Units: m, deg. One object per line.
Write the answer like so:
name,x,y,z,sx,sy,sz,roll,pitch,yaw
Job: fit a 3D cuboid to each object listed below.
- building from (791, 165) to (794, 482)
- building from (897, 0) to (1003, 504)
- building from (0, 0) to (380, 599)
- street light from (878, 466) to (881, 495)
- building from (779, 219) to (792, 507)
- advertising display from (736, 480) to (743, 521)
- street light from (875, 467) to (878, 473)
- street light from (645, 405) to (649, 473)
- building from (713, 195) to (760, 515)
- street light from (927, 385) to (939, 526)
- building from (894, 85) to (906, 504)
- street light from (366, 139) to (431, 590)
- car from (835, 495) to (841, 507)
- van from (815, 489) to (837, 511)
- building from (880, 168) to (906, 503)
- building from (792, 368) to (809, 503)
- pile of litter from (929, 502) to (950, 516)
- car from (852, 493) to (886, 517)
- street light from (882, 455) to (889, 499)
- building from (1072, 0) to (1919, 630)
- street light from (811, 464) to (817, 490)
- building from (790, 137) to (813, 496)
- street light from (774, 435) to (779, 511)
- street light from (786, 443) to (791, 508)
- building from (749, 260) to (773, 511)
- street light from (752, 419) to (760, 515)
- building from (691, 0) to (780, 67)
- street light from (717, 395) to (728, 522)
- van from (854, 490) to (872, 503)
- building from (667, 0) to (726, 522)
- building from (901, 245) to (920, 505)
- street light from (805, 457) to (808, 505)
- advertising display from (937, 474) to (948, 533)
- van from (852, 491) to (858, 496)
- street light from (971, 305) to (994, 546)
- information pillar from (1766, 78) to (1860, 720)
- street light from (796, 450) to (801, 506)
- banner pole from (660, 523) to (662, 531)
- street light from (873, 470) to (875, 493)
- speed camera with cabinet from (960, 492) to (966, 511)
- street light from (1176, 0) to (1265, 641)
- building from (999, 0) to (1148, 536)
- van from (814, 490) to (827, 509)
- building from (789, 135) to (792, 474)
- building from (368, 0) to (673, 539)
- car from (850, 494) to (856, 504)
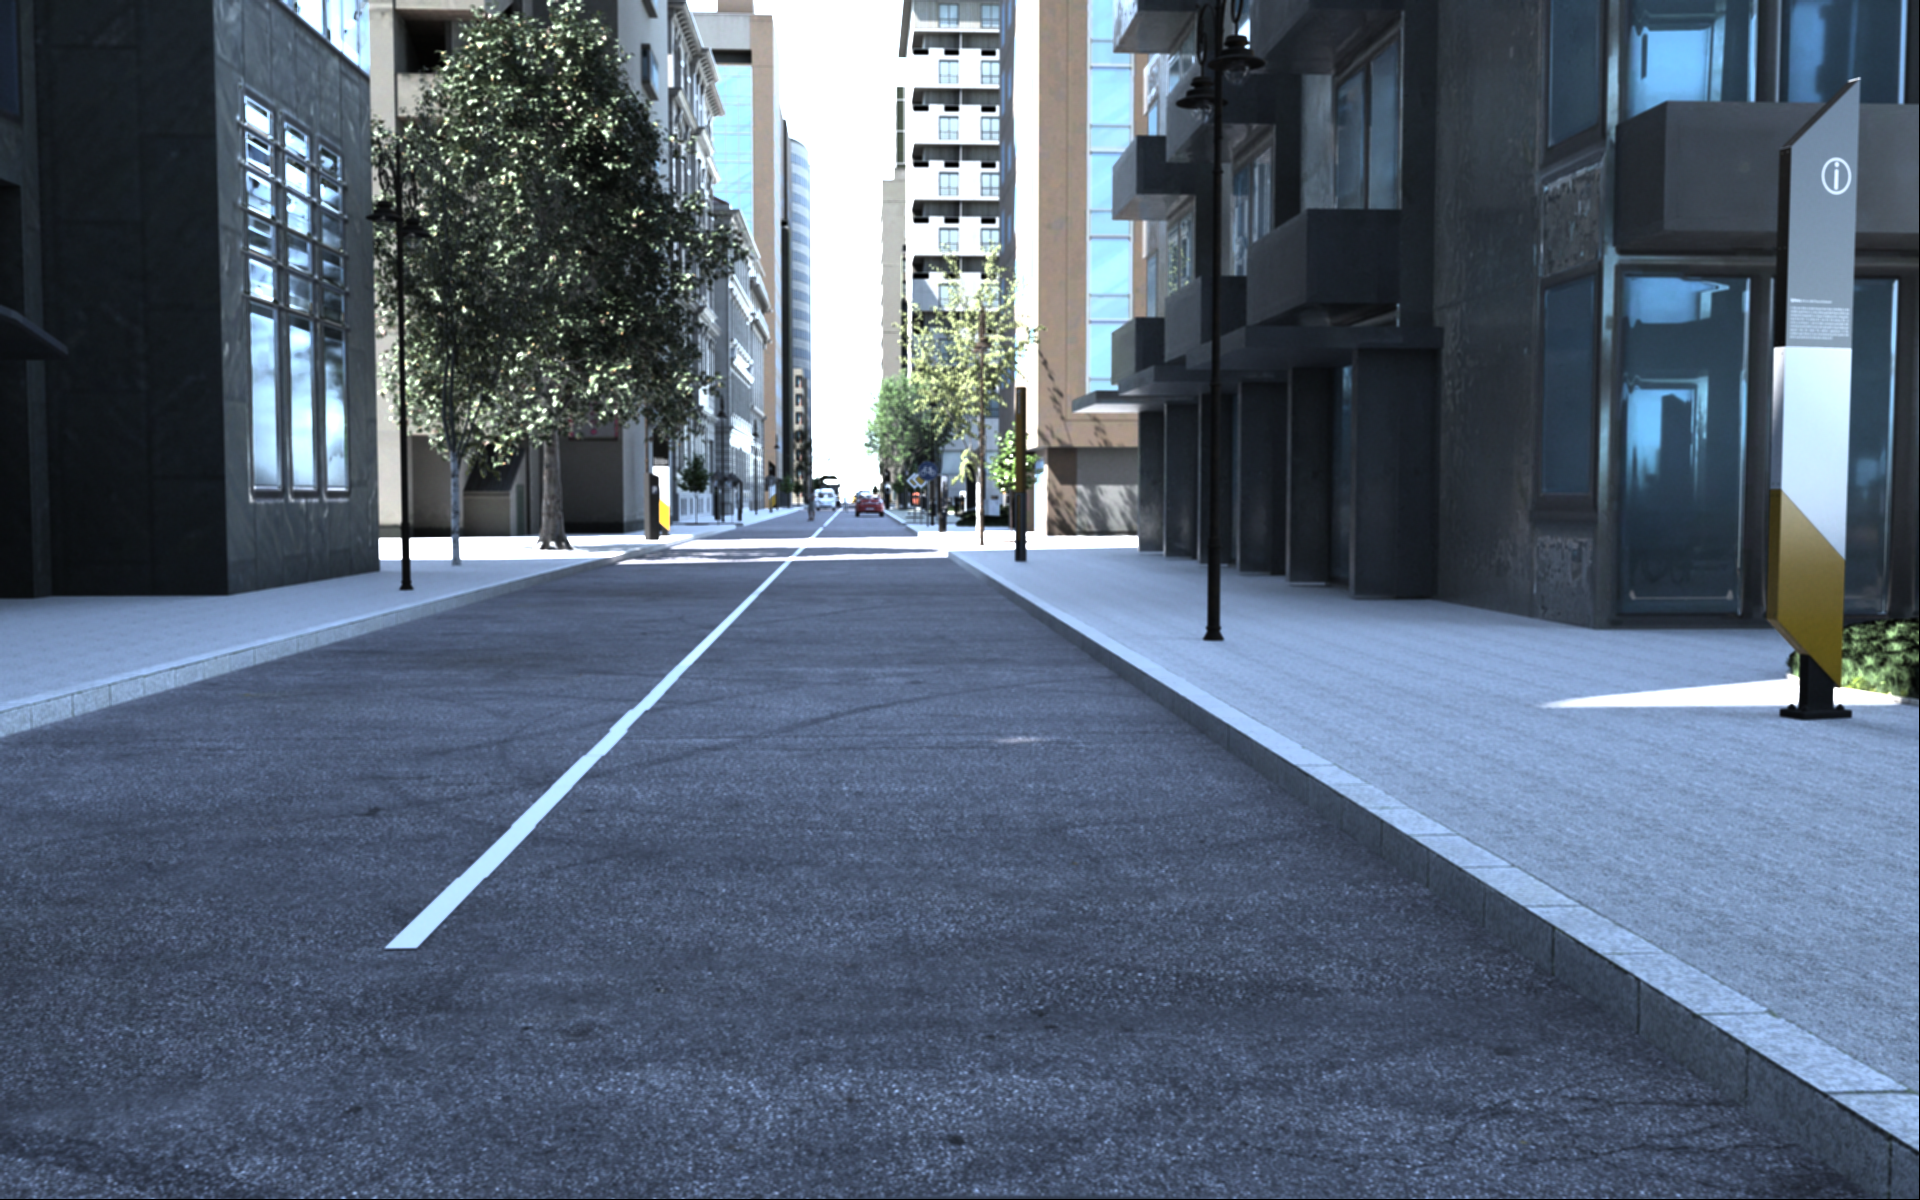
building,-26.766,-33.760,202.094,14.600,45.320,14.200,0,4,-3
building,8.170,-36.204,181.182,28.713,52.752,27.495,0,4,-3
building,-17.882,-42.664,10.225,22.319,86.520,31.000,0,4,-3
street light,-9.101,-14.120,203.655,0.468,5.910,1.993,0,4,-3
building,-24.308,-24.626,174.342,14.160,30.474,14.107,0,4,-3
advertising display,-10.509,-4.728,82.518,0.123,1.923,0.974,-1,4,-17
street light,-10.737,-15.753,230.347,0.468,5.910,1.993,0,4,-3
street light,-9.002,-4.707,49.739,0.468,5.910,1.993,0,4,-3
building,-19.387,-16.928,112.924,11.583,22.565,21.152,0,4,-3
street light,-1.126,-5.980,70.568,0.468,5.910,1.993,0,4,-3
building,-3.303,-52.876,302.778,20.563,71.187,20.611,0,4,-3
street light,-7.421,-3.074,23.044,0.468,5.910,1.993,0,4,-3
car,-14.598,-11.378,198.606,1.945,1.354,3.894,0,4,-4
van,-11.782,-8.888,152.329,2.013,2.044,4.112,0,4,-3
building,-0.904,-38.495,253.091,21.300,48.544,21.600,0,4,-3
building,-36.305,-24.883,251.872,27.650,21.520,28.899,0,4,-3
pile of litter,-1.306,-5.331,101.133,1.176,0.858,1.719,-3,4,-37
car,-5.799,-6.225,110.812,2.155,1.783,4.494,0,4,-4
street light,-7.503,-12.474,176.730,0.468,5.910,1.993,0,4,-3
building,14.765,-24.998,28.321,23.786,49.044,30.456,0,4,-3
street light,-20.284,-16.250,238.479,0.468,5.910,1.993,0,4,-3
building,-34.759,-45.100,279.388,21.231,58.520,28.212,0,4,-3
street light,-14.067,-9.813,133.237,0.468,5.910,1.993,0,4,-3
street light,-15.441,-11.217,156.189,0.468,5.910,1.993,0,4,-3
building,-21.844,-17.957,135.400,13.314,21.916,24.055,0,4,-3
street light,-12.516,-8.160,106.211,0.468,5.910,1.993,0,4,-3
building,-23.707,-31.172,159.772,14.600,45.320,14.200,0,4,-3
street light,-10.899,-6.528,79.517,0.468,5.910,1.993,0,4,-3
van,-9.318,-9.865,168.301,2.013,2.044,4.112,0,4,-5
building,-19.862,-18.502,89.896,14.401,28.519,23.554,0,4,-3
building,0.136,-26.329,202.181,14.160,30.474,14.107,0,4,-3
street light,-18.585,-14.485,209.615,0.468,5.910,1.993,0,4,-3
advertising display,-0.575,-3.181,57.224,0.123,1.923,0.974,1,4,13
van,-16.329,-16.576,278.035,2.013,2.044,4.112,0,4,-4
street light,0.541,-4.261,42.452,0.468,5.910,1.993,0,4,-3
information pillar,4.842,-1.130,9.825,0.504,3.616,0.183,-1,4,-18
street light,-17.049,-12.850,182.883,0.468,5.910,1.993,0,4,-3
banner pole,-10.206,-4.255,59.583,0.401,3.779,0.863,-3,4,-37
street light,-12.433,-17.558,259.860,0.468,5.910,1.993,0,4,-3
speed camera with cabinet,0.603,-7.840,122.524,0.660,3.252,2.038,-1,4,-19
street light,2.230,-2.585,15.059,0.468,5.910,1.993,0,4,-3
building,8.794,-24.972,58.404,14.600,45.320,14.200,0,4,-3
van,-13.773,-9.889,168.695,2.013,2.044,4.112,0,4,-3
building,-26.210,-32.894,187.928,14.600,45.320,14.200,0,4,-3
building,-21.653,-26.589,58.440,21.600,48.544,21.300,0,4,-3
car,-15.339,-15.159,258.078,2.015,1.641,3.980,0,4,-4
